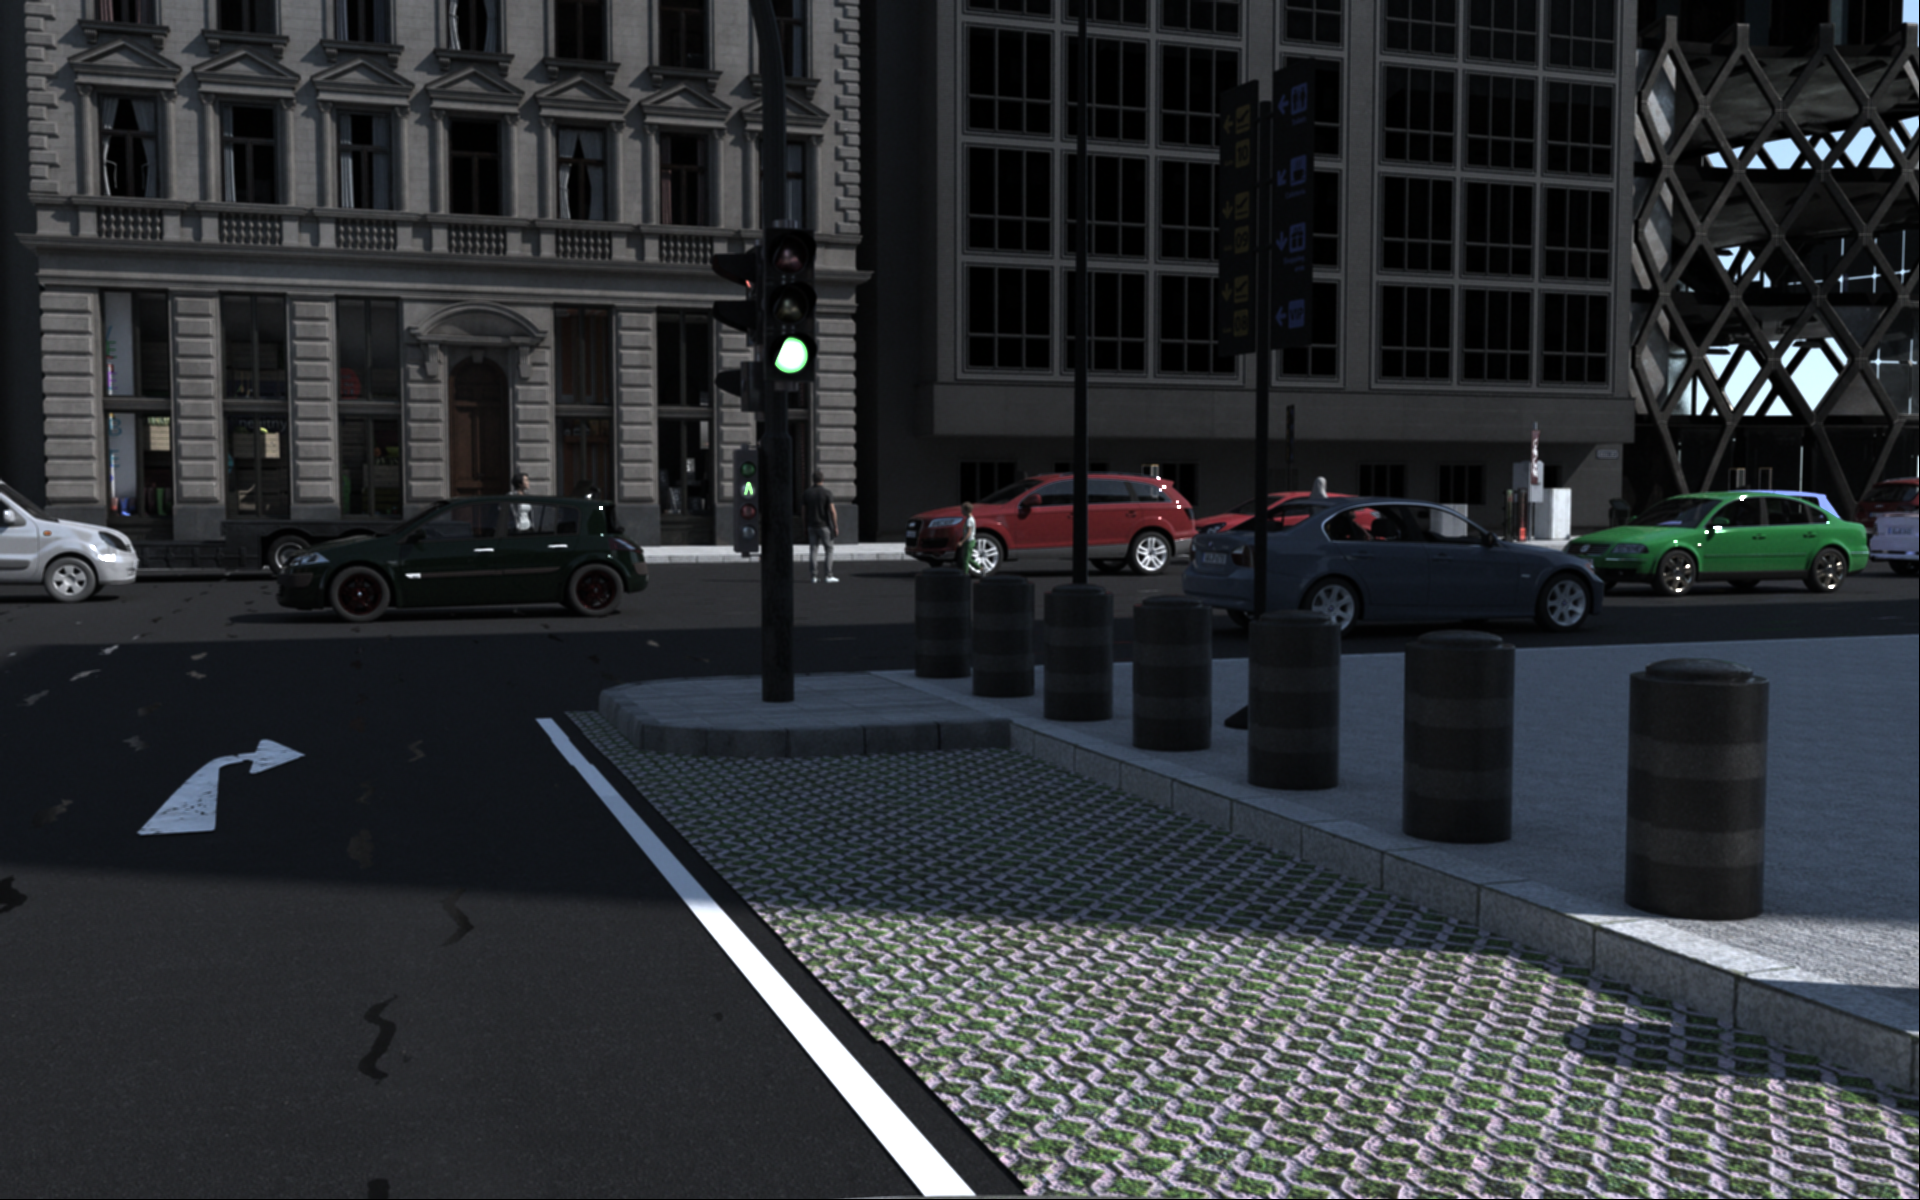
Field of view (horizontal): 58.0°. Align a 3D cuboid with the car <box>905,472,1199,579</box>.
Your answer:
[{"bbox_3d":[1.625,-1.351,30.767,5.304,1.827,2.281,-1,4,-18],"label":"car"}]

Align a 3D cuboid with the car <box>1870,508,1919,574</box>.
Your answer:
[{"bbox_3d":[18.528,-1.127,30.783,4.827,1.381,2.083,-1,4,-18],"label":"car"}]

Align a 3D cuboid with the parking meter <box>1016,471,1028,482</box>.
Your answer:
[{"bbox_3d":[1.587,-2.373,44.505,0.255,1.863,0.399,1,4,13],"label":"parking meter"}]

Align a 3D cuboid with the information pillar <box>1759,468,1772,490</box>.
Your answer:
[{"bbox_3d":[22.534,-2.692,48.504,0.304,2.012,0.304,2,4,30],"label":"information pillar"}]

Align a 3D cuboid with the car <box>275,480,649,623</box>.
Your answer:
[{"bbox_3d":[-5.801,-0.647,20.369,4.222,1.686,2.009,-1,4,-20],"label":"car"}]

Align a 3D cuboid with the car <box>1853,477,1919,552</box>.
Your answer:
[{"bbox_3d":[22.987,-1.894,39.644,5.304,1.827,2.281,-1,4,-19],"label":"car"}]

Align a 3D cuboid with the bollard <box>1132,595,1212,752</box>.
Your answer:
[{"bbox_3d":[1.078,0.362,8.799,0.404,0.777,0.398,0,3,0],"label":"bollard"}]

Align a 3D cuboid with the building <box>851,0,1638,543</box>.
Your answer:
[{"bbox_3d":[7.261,-15.906,53.567,24.014,27.812,14.314,-1,4,-19],"label":"building"}]

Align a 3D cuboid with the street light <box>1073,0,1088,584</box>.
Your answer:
[{"bbox_3d":[0.282,-2.362,11.155,1.470,5.913,1.316,-1,4,-19],"label":"street light"}]

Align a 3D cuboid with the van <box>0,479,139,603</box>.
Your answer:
[{"bbox_3d":[-13.186,-0.977,22.989,4.112,2.044,2.013,-1,4,-21],"label":"van"}]

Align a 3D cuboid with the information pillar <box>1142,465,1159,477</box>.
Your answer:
[{"bbox_3d":[4.766,-2.384,43.463,0.304,2.012,0.304,3,5,41],"label":"information pillar"}]

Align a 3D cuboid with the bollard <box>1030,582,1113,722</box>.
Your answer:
[{"bbox_3d":[0.679,0.293,9.934,0.404,0.777,0.398,0,3,0],"label":"bollard"}]

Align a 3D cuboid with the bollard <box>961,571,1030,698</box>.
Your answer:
[{"bbox_3d":[0.278,0.223,11.077,0.404,0.777,0.398,0,3,0],"label":"bollard"}]

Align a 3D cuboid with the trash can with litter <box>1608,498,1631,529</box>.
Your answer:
[{"bbox_3d":[18.399,-2.237,47.964,0.624,1.170,1.055,0,4,-3],"label":"trash can with litter"}]

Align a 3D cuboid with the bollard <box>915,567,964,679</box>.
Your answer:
[{"bbox_3d":[-0.120,0.153,12.211,0.404,0.777,0.398,0,3,0],"label":"bollard"}]

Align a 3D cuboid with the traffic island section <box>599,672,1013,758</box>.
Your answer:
[{"bbox_3d":[-1.122,0.703,10.788,2.009,0.180,2.903,-1,4,-19],"label":"traffic island section"}]

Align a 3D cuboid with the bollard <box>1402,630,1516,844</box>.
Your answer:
[{"bbox_3d":[1.877,0.501,6.521,0.404,0.777,0.398,0,3,0],"label":"bollard"}]

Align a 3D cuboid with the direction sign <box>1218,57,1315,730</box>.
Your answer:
[{"bbox_3d":[1.654,-1.069,9.476,0.379,3.537,0.876,-2,4,-23],"label":"direction sign"}]

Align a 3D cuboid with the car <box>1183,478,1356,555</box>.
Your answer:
[{"bbox_3d":[6.680,-1.662,36.210,4.494,1.783,2.155,-1,4,-18],"label":"car"}]

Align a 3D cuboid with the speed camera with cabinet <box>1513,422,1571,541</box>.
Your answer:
[{"bbox_3d":[16.216,-3.297,48.243,2.038,3.252,0.660,-3,4,-38],"label":"speed camera with cabinet"}]

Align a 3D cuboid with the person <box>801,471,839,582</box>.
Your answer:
[{"bbox_3d":[-2.270,-1.201,28.257,0.598,1.807,0.434,2,4,25],"label":"person"}]

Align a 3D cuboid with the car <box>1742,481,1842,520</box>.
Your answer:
[{"bbox_3d":[13.397,-1.234,29.769,3.694,1.707,1.945,-1,4,-18],"label":"car"}]

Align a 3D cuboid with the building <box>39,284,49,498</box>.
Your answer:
[{"bbox_3d":[-106.332,-34.378,185.785,21.600,48.544,21.300,-1,4,-19],"label":"building"}]

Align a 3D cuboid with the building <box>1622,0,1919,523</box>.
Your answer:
[{"bbox_3d":[26.516,-11.885,61.776,16.811,18.784,16.820,-1,4,-19],"label":"building"}]

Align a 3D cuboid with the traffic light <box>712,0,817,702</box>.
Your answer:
[{"bbox_3d":[-3.109,-2.151,9.833,4.771,5.953,1.251,-1,4,-19],"label":"traffic light"}]

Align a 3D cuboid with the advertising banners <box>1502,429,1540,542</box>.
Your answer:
[{"bbox_3d":[15.068,-3.073,46.426,0.090,3.025,2.074,3,5,44],"label":"advertising banners"}]

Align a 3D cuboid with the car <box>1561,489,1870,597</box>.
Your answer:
[{"bbox_3d":[11.008,-1.013,25.351,4.718,1.807,1.959,-1,4,-20],"label":"car"}]

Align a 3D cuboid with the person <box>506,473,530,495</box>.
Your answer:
[{"bbox_3d":[-6.425,-0.975,25.161,0.376,1.734,0.841,2,4,28],"label":"person"}]

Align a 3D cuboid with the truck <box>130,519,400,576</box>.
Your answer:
[{"bbox_3d":[-17.530,-2.302,27.404,18.799,4.110,2.967,-1,4,-20],"label":"truck"}]

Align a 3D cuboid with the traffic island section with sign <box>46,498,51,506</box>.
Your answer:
[{"bbox_3d":[-61.404,-6.626,116.963,1.989,1.847,2.006,-1,4,-19],"label":"traffic island section with sign"}]

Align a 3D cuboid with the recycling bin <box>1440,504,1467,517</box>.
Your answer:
[{"bbox_3d":[12.433,-1.928,44.077,0.722,1.027,0.722,0,4,-6],"label":"recycling bin"}]

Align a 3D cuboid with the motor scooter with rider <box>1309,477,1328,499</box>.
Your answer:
[{"bbox_3d":[6.671,-1.338,30.841,1.986,1.779,0.876,-1,4,-20],"label":"motor scooter with rider"}]

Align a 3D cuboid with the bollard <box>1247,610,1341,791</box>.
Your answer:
[{"bbox_3d":[1.478,0.431,7.665,0.404,0.777,0.398,0,3,0],"label":"bollard"}]

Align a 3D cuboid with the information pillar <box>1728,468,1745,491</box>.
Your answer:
[{"bbox_3d":[22.182,-2.753,49.504,0.304,2.012,0.304,-2,4,-25],"label":"information pillar"}]

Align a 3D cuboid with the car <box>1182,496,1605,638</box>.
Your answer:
[{"bbox_3d":[4.575,-0.378,18.182,4.499,1.417,2.014,-1,4,-19],"label":"car"}]

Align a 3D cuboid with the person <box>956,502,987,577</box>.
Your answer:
[{"bbox_3d":[0.184,-0.971,28.619,0.590,1.304,0.306,-2,4,-24],"label":"person"}]

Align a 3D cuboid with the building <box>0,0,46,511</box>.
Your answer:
[{"bbox_3d":[-35.036,-14.968,38.233,24.014,27.812,14.314,-1,4,-19],"label":"building"}]

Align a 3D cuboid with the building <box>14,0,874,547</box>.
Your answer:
[{"bbox_3d":[-12.884,-13.203,44.745,19.941,23.489,11.050,-1,4,-19],"label":"building"}]

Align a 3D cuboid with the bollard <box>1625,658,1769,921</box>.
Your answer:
[{"bbox_3d":[2.284,0.571,5.377,0.404,0.777,0.398,0,3,0],"label":"bollard"}]

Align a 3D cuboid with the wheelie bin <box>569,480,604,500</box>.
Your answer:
[{"bbox_3d":[-8.227,-1.844,38.064,0.693,1.594,0.980,-3,4,-39],"label":"wheelie bin"}]

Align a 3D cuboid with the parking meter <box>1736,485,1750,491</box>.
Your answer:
[{"bbox_3d":[21.863,-2.446,48.398,0.372,1.533,0.369,0,3,0],"label":"parking meter"}]
